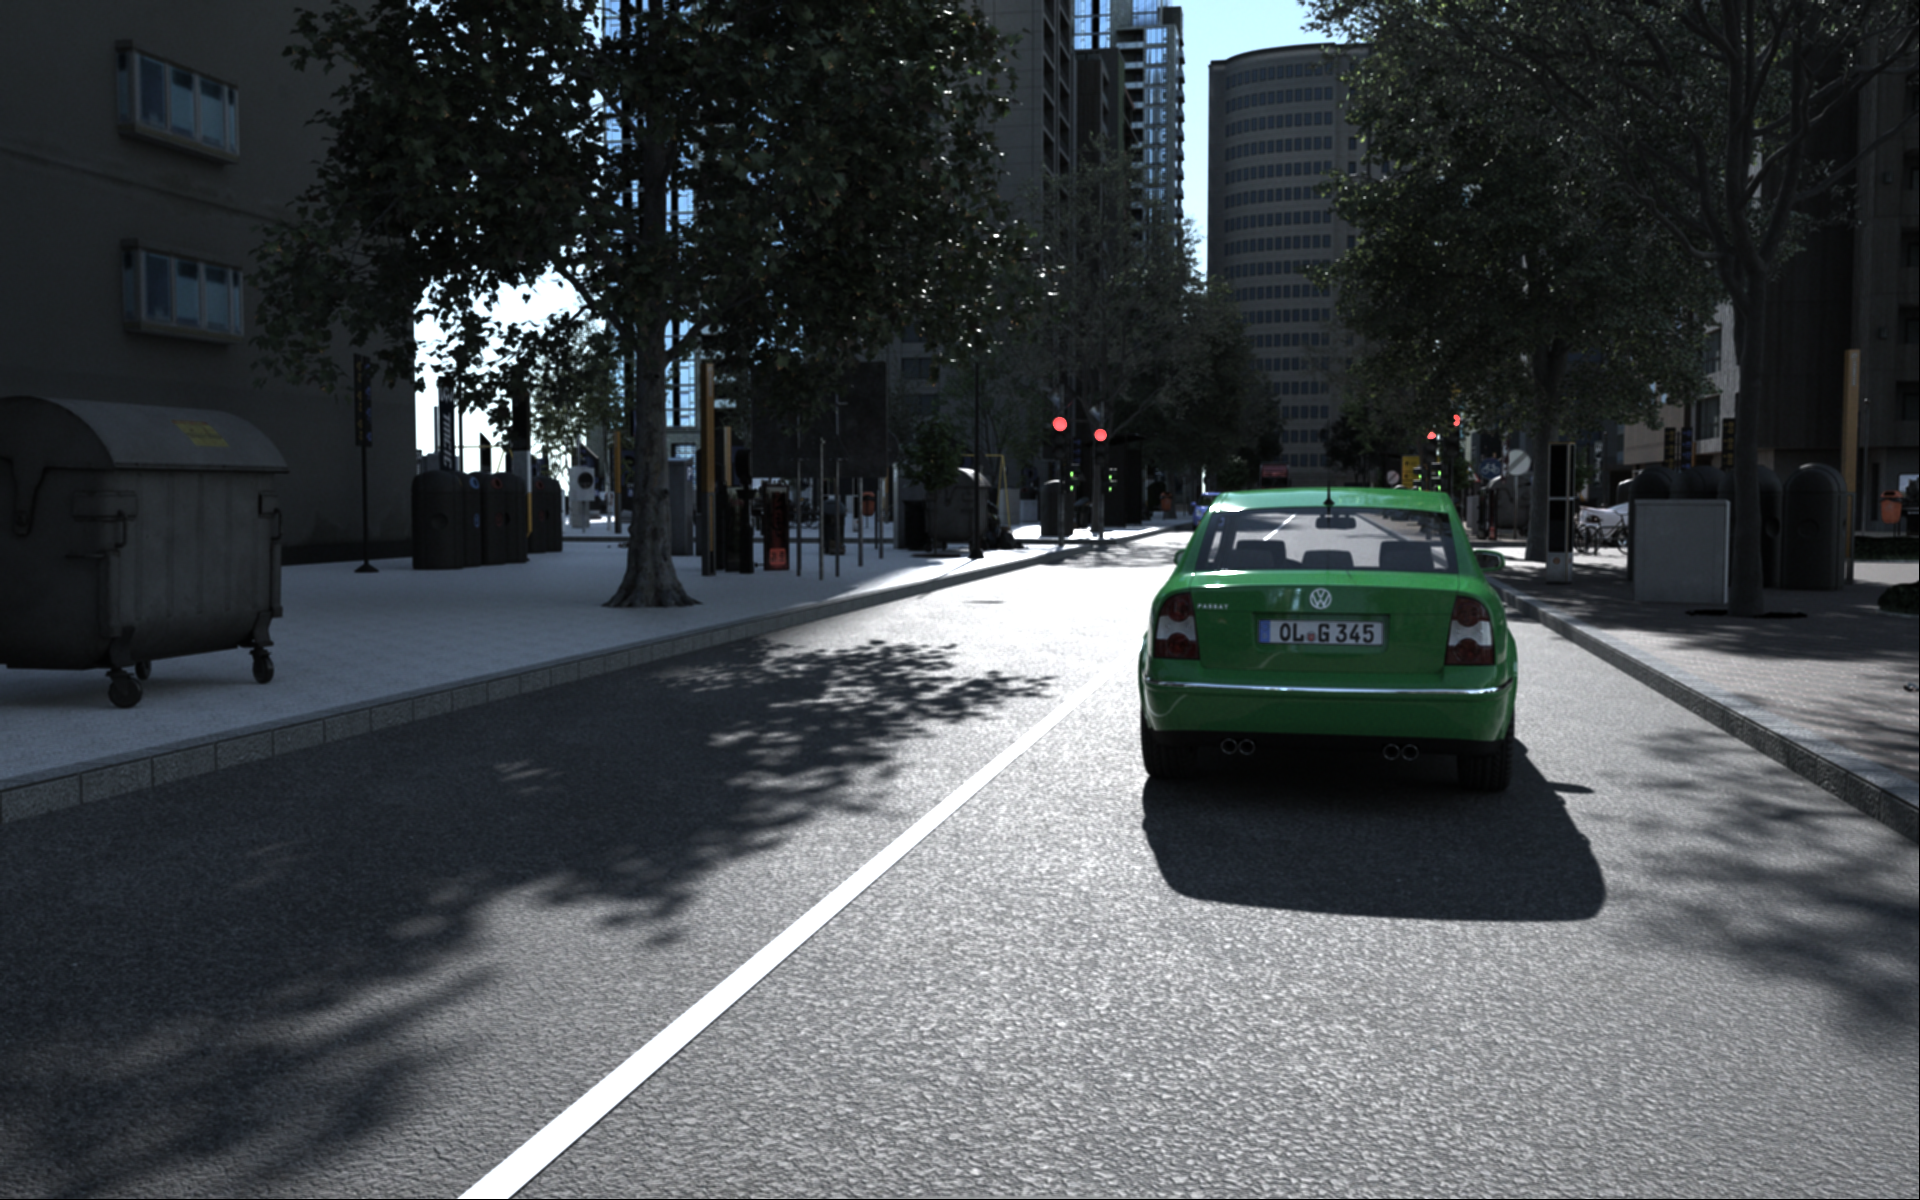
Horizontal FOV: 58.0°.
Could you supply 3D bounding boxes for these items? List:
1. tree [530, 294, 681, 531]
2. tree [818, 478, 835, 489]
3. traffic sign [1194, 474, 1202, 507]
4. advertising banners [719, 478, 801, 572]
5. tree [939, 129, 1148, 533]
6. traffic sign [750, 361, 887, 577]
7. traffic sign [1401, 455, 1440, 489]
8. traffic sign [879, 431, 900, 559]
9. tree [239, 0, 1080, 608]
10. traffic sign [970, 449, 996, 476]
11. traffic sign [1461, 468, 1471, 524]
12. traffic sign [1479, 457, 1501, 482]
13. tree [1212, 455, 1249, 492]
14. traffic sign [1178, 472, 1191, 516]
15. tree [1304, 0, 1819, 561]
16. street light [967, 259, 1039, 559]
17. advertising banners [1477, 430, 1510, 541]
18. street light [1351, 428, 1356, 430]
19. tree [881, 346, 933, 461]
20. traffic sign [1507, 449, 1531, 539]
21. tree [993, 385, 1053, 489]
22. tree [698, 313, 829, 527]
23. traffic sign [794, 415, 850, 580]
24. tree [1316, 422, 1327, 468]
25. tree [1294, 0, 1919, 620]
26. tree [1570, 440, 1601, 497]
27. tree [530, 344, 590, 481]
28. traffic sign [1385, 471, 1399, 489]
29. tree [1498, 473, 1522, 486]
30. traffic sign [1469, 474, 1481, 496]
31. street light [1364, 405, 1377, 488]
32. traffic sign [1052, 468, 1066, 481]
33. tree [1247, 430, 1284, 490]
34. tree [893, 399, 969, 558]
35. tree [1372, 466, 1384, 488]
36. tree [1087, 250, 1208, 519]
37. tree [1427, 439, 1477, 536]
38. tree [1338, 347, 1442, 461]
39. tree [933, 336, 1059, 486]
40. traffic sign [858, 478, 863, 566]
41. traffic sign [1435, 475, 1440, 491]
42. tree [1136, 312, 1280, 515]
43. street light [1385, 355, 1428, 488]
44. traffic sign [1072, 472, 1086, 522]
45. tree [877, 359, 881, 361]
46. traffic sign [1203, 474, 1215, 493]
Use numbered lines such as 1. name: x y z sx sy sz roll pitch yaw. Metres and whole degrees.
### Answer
1. tree: -12.082 -6.737 60.512 4.737 8.622 4.395 0 3 0
2. tree: -7.223 -9.036 98.093 4.737 8.622 4.395 0 3 0
3. traffic sign: 15.262 -6.857 112.221 0.768 2.556 0.104 1 4 14
4. advertising banners: -3.111 -2.009 29.037 2.074 3.025 0.090 -3 4 -38
5. tree: 4.647 -9.021 57.864 12.009 13.543 11.850 0 3 0
6. traffic sign: -2.213 -2.020 26.903 2.265 3.308 0.079 1 4 16
7. traffic sign: 24.183 -5.902 90.373 2.265 3.308 0.079 1 4 19
8. traffic sign: -1.569 -2.095 34.354 0.768 2.556 0.104 1 4 20
9. tree: -3.444 -6.274 19.590 9.611 12.733 9.660 0 3 0
10. traffic sign: 0.606 -3.073 50.242 0.884 2.594 0.081 1 4 13
11. traffic sign: 17.157 -3.545 59.145 0.795 2.450 0.064 1 4 17
12. traffic sign: 18.429 -3.675 60.195 0.768 2.556 0.104 1 4 21
13. tree: 21.542 -9.418 137.697 4.285 4.588 4.351 0 3 0
14. traffic sign: 12.897 -6.079 99.492 0.768 2.556 0.104 1 4 21
15. tree: 11.164 -7.731 33.054 9.857 13.997 8.962 0 3 0
16. street light: 0.858 -3.765 34.093 1.470 5.913 1.316 1 4 12
17. advertising banners: 14.780 -3.168 47.987 0.090 3.025 2.074 0 4 -5
18. street light: 28.224 -9.141 121.997 1.470 5.913 1.316 1 4 12
19. tree: -3.098 -8.243 85.131 4.360 8.622 3.978 0 3 0
20. traffic sign: 15.725 -2.990 48.987 0.768 2.556 0.104 1 4 18
21. tree: 4.453 -9.945 112.963 4.737 8.622 4.395 0 3 0
22. tree: -6.857 -6.583 57.987 4.360 8.622 3.978 0 3 0
23. traffic sign: -2.068 -1.577 25.789 0.884 2.594 0.081 1 4 18
24. tree: 37.573 -13.827 160.485 8.767 10.594 7.601 -1 4 -13
25. tree: 8.242 -6.580 17.953 12.009 13.543 11.850 0 3 0
26. tree: 21.355 -4.031 60.501 1.663 3.219 1.824 0 3 0
27. tree: -18.445 -7.844 78.619 4.360 8.622 3.978 0 3 0
28. traffic sign: 23.356 -5.721 93.641 0.768 2.556 0.104 1 4 19
29. tree: 25.289 -5.170 79.132 1.663 3.219 1.824 0 3 0
30. traffic sign: 22.630 -4.700 76.849 0.884 2.594 0.081 1 4 13
31. street light: 21.632 -7.189 90.076 1.470 5.913 1.316 1 4 12
32. traffic sign: 4.177 -4.307 70.421 0.884 2.594 0.081 1 4 18
33. tree: 31.451 -15.482 187.540 8.767 10.594 7.601 3 4 36
34. tree: -0.640 -2.496 35.407 1.663 3.219 1.824 0 3 0
35. tree: 26.360 -6.942 108.110 1.663 3.219 1.824 0 3 0
36. tree: 10.788 -11.160 89.114 9.857 13.997 8.962 0 3 0
37. tree: 14.904 -3.567 52.916 1.663 3.219 1.824 0 3 0
38. tree: 29.112 -11.659 116.380 9.928 11.665 9.643 0 3 0
39. tree: 2.059 -10.820 102.661 9.928 11.665 9.643 0 3 0
40. traffic sign: -1.766 -1.869 30.670 0.768 2.556 0.104 1 4 17
41. traffic sign: 22.341 -4.851 81.442 0.606 2.300 0.079 1 4 14
42. tree: 13.972 -11.445 105.254 7.486 12.596 7.792 0 3 0
43. street light: 14.999 -5.220 57.892 1.470 5.913 1.316 1 4 12
44. traffic sign: 4.708 -4.313 70.528 0.884 2.594 0.081 1 4 21
45. tree: -6.256 -7.536 73.571 4.360 8.622 3.978 0 3 0
46. traffic sign: 15.994 -6.801 111.302 0.768 2.556 0.104 1 4 14
